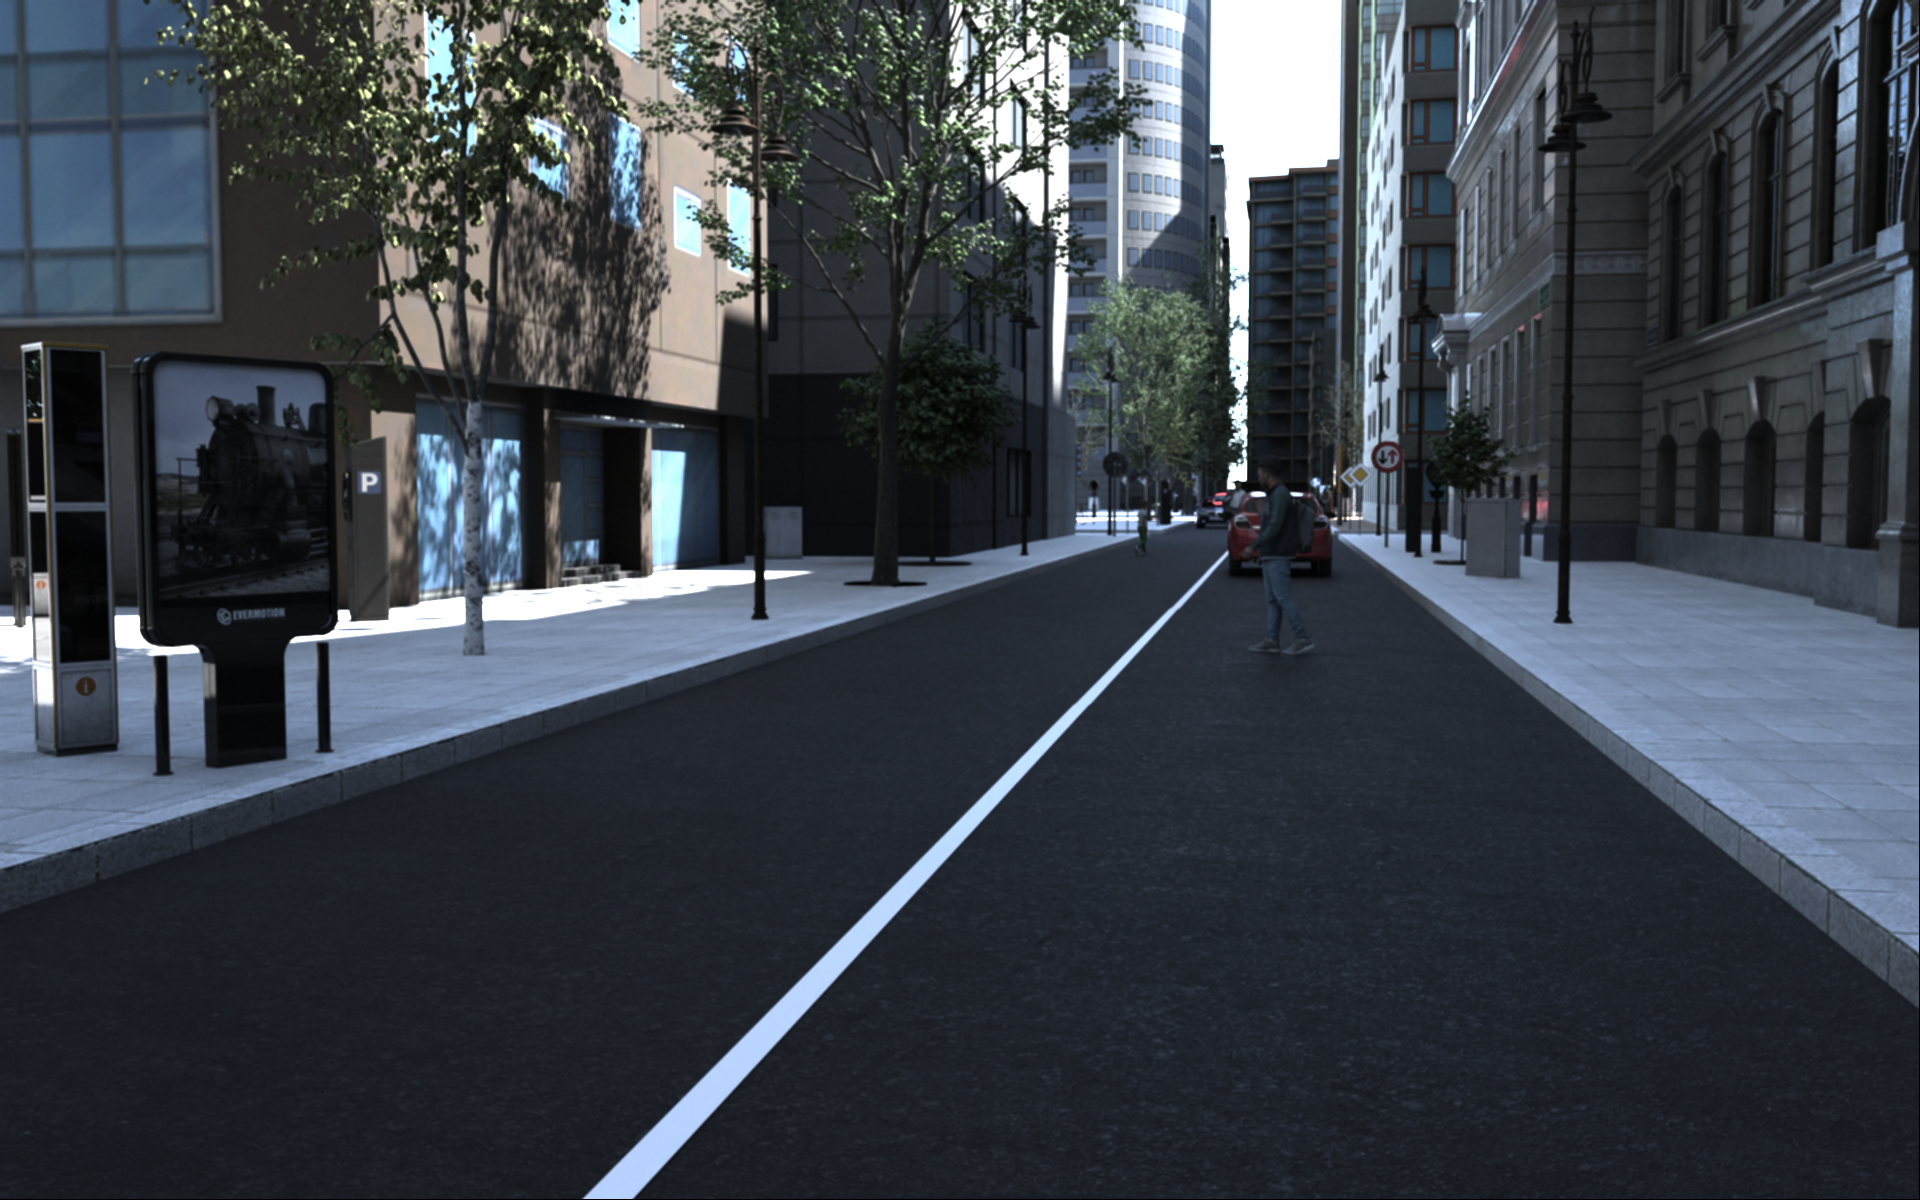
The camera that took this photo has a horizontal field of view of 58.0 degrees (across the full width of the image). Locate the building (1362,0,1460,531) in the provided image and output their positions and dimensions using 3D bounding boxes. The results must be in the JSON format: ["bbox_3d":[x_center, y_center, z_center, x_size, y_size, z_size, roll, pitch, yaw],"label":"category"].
[{"bbox_3d":[32.150,-13.841,71.341,28.899,21.520,27.650,1,4,11],"label":"building"}]

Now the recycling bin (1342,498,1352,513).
[{"bbox_3d":[25.706,-6.305,115.648,0.722,1.027,0.722,0,4,-2],"label":"recycling bin"}]

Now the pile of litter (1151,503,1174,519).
[{"bbox_3d":[10.157,-4.529,88.009,1.176,0.858,1.719,-3,4,-39],"label":"pile of litter"}]

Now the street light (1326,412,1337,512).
[{"bbox_3d":[21.171,-7.666,98.132,0.468,5.910,1.993,1,4,11],"label":"street light"}]

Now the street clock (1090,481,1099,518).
[{"bbox_3d":[7.171,-5.374,92.439,0.471,2.002,0.358,2,4,25],"label":"street clock"}]

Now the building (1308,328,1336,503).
[{"bbox_3d":[53.192,-21.280,192.969,27.650,21.520,28.899,1,4,11],"label":"building"}]

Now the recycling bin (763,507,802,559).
[{"bbox_3d":[-3.542,-1.337,34.412,0.722,1.027,0.722,-1,4,-15],"label":"recycling bin"}]

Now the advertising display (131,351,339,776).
[{"bbox_3d":[-3.406,-0.183,8.212,0.123,1.923,0.974,2,4,34],"label":"advertising display"}]

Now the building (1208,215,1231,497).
[{"bbox_3d":[22.046,-25.475,188.212,14.160,30.474,14.107,1,4,11],"label":"building"}]

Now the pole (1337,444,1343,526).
[{"bbox_3d":[15.452,-4.682,70.393,0.158,3.312,0.155,0,3,0],"label":"pole"}]

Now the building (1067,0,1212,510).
[{"bbox_3d":[10.853,-37.325,152.265,21.231,58.520,28.212,1,4,11],"label":"building"}]

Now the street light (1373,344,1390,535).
[{"bbox_3d":[12.984,-4.940,53.564,0.468,5.910,1.993,1,4,11],"label":"street light"}]

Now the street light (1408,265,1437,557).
[{"bbox_3d":[9.344,-3.814,35.154,0.468,5.910,1.993,1,4,11],"label":"street light"}]

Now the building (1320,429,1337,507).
[{"bbox_3d":[45.696,-51.900,161.232,22.319,86.520,31.000,1,4,11],"label":"building"}]

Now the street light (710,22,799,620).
[{"bbox_3d":[-2.053,-2.741,17.602,0.468,5.910,1.993,1,4,11],"label":"street light"}]

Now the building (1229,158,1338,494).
[{"bbox_3d":[50.575,-35.085,228.263,28.867,44.769,22.147,1,4,11],"label":"building"}]

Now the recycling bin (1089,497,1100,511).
[{"bbox_3d":[10.266,-7.325,132.315,0.722,1.027,0.722,1,4,19],"label":"recycling bin"}]

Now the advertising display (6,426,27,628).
[{"bbox_3d":[-9.196,-0.714,16.893,0.123,1.923,0.974,-2,4,-28],"label":"advertising display"}]

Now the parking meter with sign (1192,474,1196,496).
[{"bbox_3d":[18.551,-8.551,136.077,0.543,3.016,1.738,1,4,14],"label":"parking meter with sign"}]

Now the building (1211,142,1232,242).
[{"bbox_3d":[21.152,-37.601,234.376,30.456,49.044,23.786,1,4,11],"label":"building"}]

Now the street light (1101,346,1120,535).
[{"bbox_3d":[4.690,-4.971,54.068,0.468,5.910,1.993,1,4,11],"label":"street light"}]

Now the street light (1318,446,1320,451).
[{"bbox_3d":[28.019,-9.908,134.775,0.468,5.910,1.993,1,4,11],"label":"street light"}]

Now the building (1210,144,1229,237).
[{"bbox_3d":[24.579,-31.884,204.900,14.086,41.232,14.154,1,4,11],"label":"building"}]

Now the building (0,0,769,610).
[{"bbox_3d":[-11.668,-22.960,25.507,14.600,45.320,14.200,1,4,11],"label":"building"}]

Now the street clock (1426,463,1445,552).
[{"bbox_3d":[10.514,-2.056,38.188,0.471,2.002,0.358,1,4,22],"label":"street clock"}]

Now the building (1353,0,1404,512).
[{"bbox_3d":[36.107,-27.097,126.622,14.154,41.232,14.086,1,4,11],"label":"building"}]

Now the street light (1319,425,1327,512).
[{"bbox_3d":[24.541,-8.762,116.051,0.468,5.910,1.993,1,4,11],"label":"street light"}]

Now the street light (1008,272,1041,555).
[{"bbox_3d":[1.351,-3.875,36.143,0.468,5.910,1.993,1,4,11],"label":"street light"}]

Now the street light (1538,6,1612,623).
[{"bbox_3d":[6.008,-2.709,17.077,0.468,5.910,1.993,1,4,11],"label":"street light"}]

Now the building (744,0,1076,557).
[{"bbox_3d":[-8.328,-37.100,44.831,20.611,71.187,20.563,1,4,11],"label":"building"}]

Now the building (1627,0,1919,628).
[{"bbox_3d":[14.481,-11.907,13.758,14.460,24.649,34.723,1,4,11],"label":"building"}]

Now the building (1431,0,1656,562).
[{"bbox_3d":[19.037,-15.579,40.627,13.634,28.700,20.117,1,4,11],"label":"building"}]

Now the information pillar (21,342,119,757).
[{"bbox_3d":[-4.407,-0.250,8.586,0.304,2.012,0.304,3,5,44],"label":"information pillar"}]

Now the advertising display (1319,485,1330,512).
[{"bbox_3d":[25.843,-7.172,122.471,0.974,1.923,0.123,3,5,45],"label":"advertising display"}]

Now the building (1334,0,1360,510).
[{"bbox_3d":[37.909,-30.005,140.687,14.600,45.320,14.200,1,4,11],"label":"building"}]

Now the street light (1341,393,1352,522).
[{"bbox_3d":[17.746,-6.535,79.639,0.468,5.910,1.993,1,4,11],"label":"street light"}]
